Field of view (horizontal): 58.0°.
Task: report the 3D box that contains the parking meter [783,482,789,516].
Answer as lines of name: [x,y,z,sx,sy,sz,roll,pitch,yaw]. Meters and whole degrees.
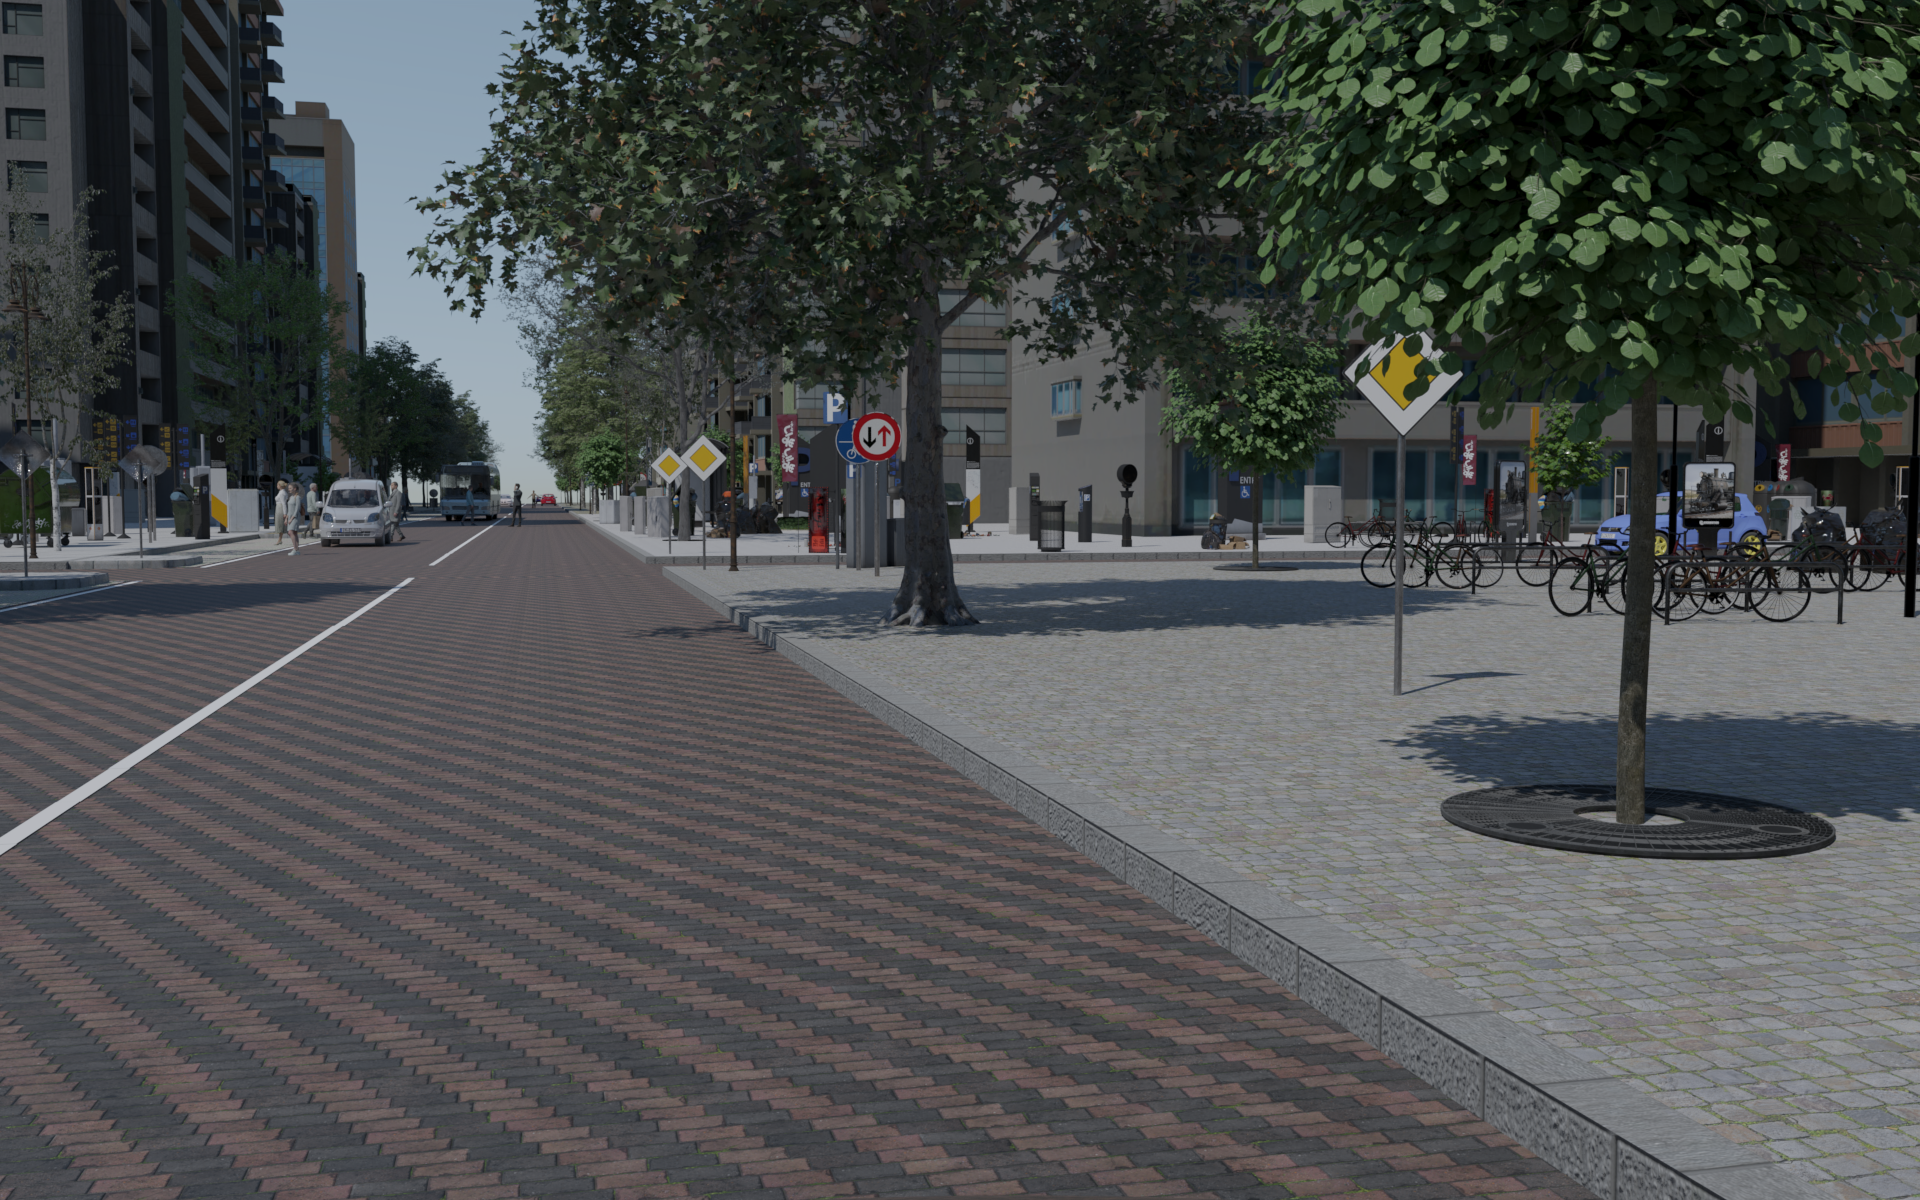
parking meter: [-8.426,-4.791,84.039,0.255,1.863,0.399,1,4,13]

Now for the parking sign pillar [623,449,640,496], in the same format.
parking sign pillar: [-20.523,-7.315,108.079,1.447,3.967,1.447,-3,5,-44]

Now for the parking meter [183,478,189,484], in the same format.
parking meter: [-28.128,-3.518,63.236,0.255,1.863,0.399,1,4,11]

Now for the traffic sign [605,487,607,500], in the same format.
traffic sign: [-19.840,-5.935,97.140,0.768,2.556,0.104,0,4,-6]

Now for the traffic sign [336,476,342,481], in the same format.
traffic sign: [-35.995,-6.097,99.784,0.768,2.556,0.104,0,4,-8]

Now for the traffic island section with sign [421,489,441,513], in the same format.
traffic island section with sign: [-39.772,-7.491,131.105,1.989,1.847,2.006,-1,4,-14]

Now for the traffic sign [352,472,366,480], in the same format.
traffic sign: [-33.921,-5.973,97.772,0.768,2.556,0.104,0,4,-7]

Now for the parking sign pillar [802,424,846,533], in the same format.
parking sign pillar: [-4.315,-4.226,57.564,1.447,3.967,1.447,0,4,3]

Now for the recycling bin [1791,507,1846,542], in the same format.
recycling bin: [17.014,-1.332,34.338,0.722,1.027,0.722,-2,4,-26]

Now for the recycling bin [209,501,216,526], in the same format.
recycling bin: [-30.564,-3.510,69.936,0.722,1.027,0.722,1,4,18]

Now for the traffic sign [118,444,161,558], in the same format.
traffic sign: [-16.364,-1.892,34.570,0.795,2.450,0.064,-1,4,-14]

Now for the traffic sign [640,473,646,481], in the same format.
traffic sign: [-18.490,-6.133,100.387,0.768,2.556,0.104,-1,4,-13]

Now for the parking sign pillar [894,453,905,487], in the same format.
parking sign pillar: [-3.268,-6.526,95.179,1.447,3.967,1.447,1,4,12]

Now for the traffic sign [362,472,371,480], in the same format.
traffic sign: [-34.703,-6.165,100.909,0.768,2.556,0.104,0,4,-4]

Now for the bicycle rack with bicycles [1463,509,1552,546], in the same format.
bicycle rack with bicycles: [13.386,-1.784,42.551,2.852,0.926,2.925,1,4,14]

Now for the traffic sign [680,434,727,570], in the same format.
traffic sign: [-4.327,-1.566,29.239,0.795,2.450,0.064,-1,4,-14]

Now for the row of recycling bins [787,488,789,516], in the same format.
row of recycling bins: [-6.214,-4.315,77.667,3.534,1.692,1.069,2,4,25]

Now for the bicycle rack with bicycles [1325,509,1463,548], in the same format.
bicycle rack with bicycles: [10.397,-1.726,41.607,2.925,0.926,2.852,1,4,20]

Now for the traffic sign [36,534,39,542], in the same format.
traffic sign: [-24.724,-2.827,46.323,0.768,2.556,0.104,-1,4,-10]

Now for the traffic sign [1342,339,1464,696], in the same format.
traffic sign: [2.784,-0.598,10.957,0.795,2.450,0.064,0,4,-7]

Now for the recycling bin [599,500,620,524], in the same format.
recycling bin: [-15.042,-3.790,74.526,0.722,1.027,0.722,1,4,16]

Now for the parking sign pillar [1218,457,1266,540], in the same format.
parking sign pillar: [7.861,-3.673,48.518,1.447,3.967,1.447,-2,4,-31]

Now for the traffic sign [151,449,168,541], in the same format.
traffic sign: [-22.090,-2.895,47.437,0.768,2.556,0.104,0,4,-8]

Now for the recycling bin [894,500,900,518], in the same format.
recycling bin: [-2.492,-3.840,75.342,0.722,1.027,0.722,0,4,5]

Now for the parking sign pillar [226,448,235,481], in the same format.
parking sign pillar: [-42.820,-6.910,101.455,1.447,3.967,1.447,-1,4,-12]

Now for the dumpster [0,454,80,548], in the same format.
dumpster: [-22.346,-2.410,41.902,1.502,2.255,1.985,-1,4,-13]

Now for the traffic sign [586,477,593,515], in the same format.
traffic sign: [-22.716,-6.533,106.922,0.768,2.556,0.104,0,4,-5]

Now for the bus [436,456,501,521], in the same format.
bus: [-27.217,-6.218,96.523,2.948,3.499,13.247,-1,4,-12]

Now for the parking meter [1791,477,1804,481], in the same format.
parking meter: [28.314,-3.238,58.659,0.399,1.863,0.255,3,5,41]

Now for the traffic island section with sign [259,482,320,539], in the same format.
traffic island section with sign: [-21.688,-2.926,56.467,1.989,1.847,2.006,-1,4,-14]

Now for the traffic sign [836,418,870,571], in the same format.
traffic sign: [-1.701,-1.767,28.992,0.768,2.556,0.104,-1,4,-10]

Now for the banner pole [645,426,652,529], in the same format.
banner pole: [-11.438,-4.506,63.693,0.401,3.779,0.863,-2,4,-25]

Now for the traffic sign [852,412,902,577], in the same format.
traffic sign: [-1.289,-1.639,26.902,0.768,2.556,0.104,0,4,-5]

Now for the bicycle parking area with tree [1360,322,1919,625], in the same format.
bicycle parking area with tree: [9.545,-2.049,20.506,9.016,4.147,8.231,1,4,9]

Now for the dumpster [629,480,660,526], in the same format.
dumpster: [-12.922,-3.999,71.144,1.264,1.857,1.865,-1,4,-13]

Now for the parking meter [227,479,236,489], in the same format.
parking meter: [-28.686,-3.815,68.083,0.399,1.863,0.255,1,4,22]

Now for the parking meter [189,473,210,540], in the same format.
parking meter: [-21.436,-2.644,48.945,0.255,1.863,0.399,1,4,20]

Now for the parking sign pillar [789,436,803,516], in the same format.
parking sign pillar: [-6.501,-5.135,72.429,1.447,3.967,1.447,-1,4,-9]

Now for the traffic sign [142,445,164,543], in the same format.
traffic sign: [-21.210,-2.764,45.303,0.768,2.556,0.104,-1,4,-12]

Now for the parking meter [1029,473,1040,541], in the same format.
parking meter: [2.038,-2.545,47.328,0.255,1.863,0.399,0,4,-3]

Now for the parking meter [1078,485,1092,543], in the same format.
parking meter: [3.319,-2.295,45.938,0.372,1.533,0.369,0,3,0]

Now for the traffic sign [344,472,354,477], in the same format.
traffic sign: [-34.943,-6.068,99.310,0.768,2.556,0.104,0,4,-7]

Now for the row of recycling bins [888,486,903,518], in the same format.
row of recycling bins: [-2.980,-5.194,92.039,1.069,1.692,3.534,1,4,19]

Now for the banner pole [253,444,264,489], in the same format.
banner pole: [-34.996,-5.894,86.388,0.863,3.779,0.401,2,4,26]

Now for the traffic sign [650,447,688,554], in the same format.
traffic sign: [-6.207,-2.040,37.000,0.795,2.450,0.064,-1,4,-14]

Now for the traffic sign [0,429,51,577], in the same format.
traffic sign: [-14.484,-1.417,26.809,0.795,2.450,0.064,-1,4,-14]

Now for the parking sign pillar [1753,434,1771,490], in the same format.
parking sign pillar: [28.572,-4.533,62.583,1.447,3.967,1.447,2,4,27]
